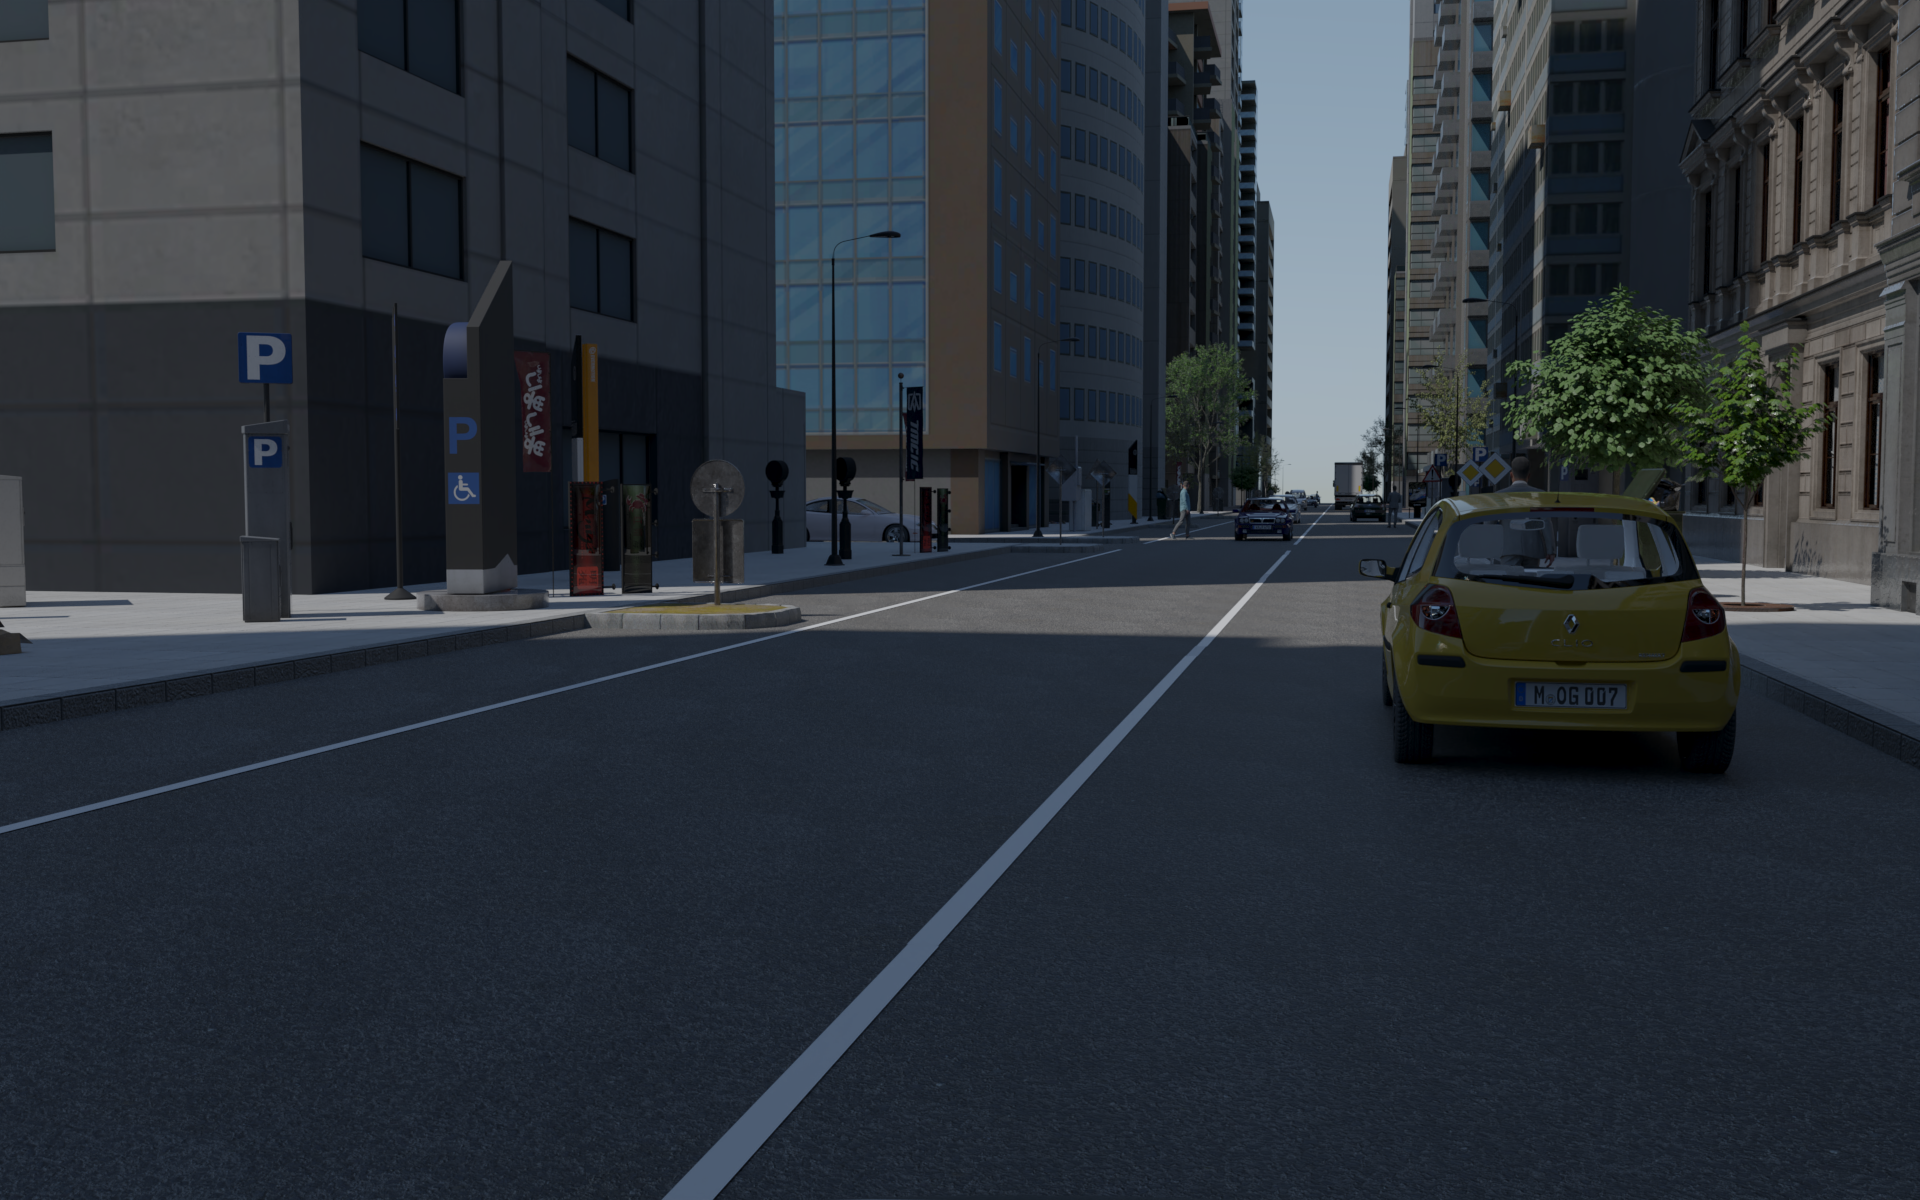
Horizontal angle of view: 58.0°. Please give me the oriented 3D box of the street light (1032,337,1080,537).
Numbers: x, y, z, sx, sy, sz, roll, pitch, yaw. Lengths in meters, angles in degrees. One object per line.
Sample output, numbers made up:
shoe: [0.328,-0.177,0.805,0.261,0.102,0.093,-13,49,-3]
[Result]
street light: [2.866,-4.837,51.619,1.470,5.913,1.316,1,4,12]

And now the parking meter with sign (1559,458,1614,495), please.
parking meter with sign: [12.551,-2.381,35.186,1.738,3.016,0.543,-1,4,-12]

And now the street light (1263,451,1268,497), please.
street light: [32.543,-13.108,186.854,1.470,5.913,1.316,1,4,12]

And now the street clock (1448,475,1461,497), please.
street clock: [18.433,-3.669,64.560,0.358,2.002,0.471,-2,4,-24]

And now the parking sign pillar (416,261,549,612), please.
parking sign pillar: [-5.388,-1.896,19.465,1.447,3.967,1.447,0,4,2]

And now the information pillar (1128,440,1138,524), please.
information pillar: [7.420,-5.072,74.280,0.504,3.616,0.183,-3,4,-39]

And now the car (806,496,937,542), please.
car: [-2.950,-2.155,47.600,4.827,1.381,2.083,1,4,12]

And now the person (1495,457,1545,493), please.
person: [5.401,-0.488,16.753,0.678,1.792,0.850,1,4,16]

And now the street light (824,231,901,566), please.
street light: [-1.728,-3.564,30.818,1.470,5.913,1.316,1,4,12]

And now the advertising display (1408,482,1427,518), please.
advertising display: [24.171,-5.277,91.496,0.974,1.923,0.123,2,4,33]

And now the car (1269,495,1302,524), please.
car: [15.663,-4.427,84.388,2.014,1.417,4.499,1,4,14]

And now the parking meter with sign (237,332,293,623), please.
parking meter with sign: [-7.236,-1.331,18.021,0.543,3.016,1.738,-1,4,-19]

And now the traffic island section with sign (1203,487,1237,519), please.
traffic island section with sign: [14.970,-5.594,100.085,1.989,1.847,2.006,1,4,12]

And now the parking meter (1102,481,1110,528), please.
parking meter: [5.473,-3.617,64.845,0.255,1.863,0.399,0,4,-5]

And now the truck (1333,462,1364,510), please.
truck: [35.209,-10.283,157.042,2.839,4.237,11.283,1,4,12]

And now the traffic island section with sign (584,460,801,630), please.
traffic island section with sign: [-2.856,-0.649,19.238,1.989,1.847,2.006,1,4,12]

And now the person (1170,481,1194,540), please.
person: [7.028,-2.826,54.561,0.748,1.841,0.638,1,4,21]

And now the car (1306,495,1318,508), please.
car: [36.770,-10.400,182.612,1.945,1.354,3.894,1,4,12]

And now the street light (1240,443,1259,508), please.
street light: [26.012,-11.248,156.452,1.470,5.913,1.316,1,4,12]

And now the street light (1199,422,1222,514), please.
street light: [16.134,-8.502,111.548,1.470,5.913,1.316,1,4,12]

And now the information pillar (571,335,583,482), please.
information pillar: [-5.683,-2.104,25.748,0.183,3.616,0.504,-1,4,-22]

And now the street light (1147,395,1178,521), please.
street light: [9.529,-6.669,81.577,1.470,5.913,1.316,1,4,12]

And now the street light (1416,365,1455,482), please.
street light: [17.274,-5.483,62.186,1.470,5.913,1.316,1,4,12]

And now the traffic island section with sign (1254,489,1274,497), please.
traffic island section with sign: [25.534,-8.525,148.015,1.989,1.847,2.006,1,4,12]

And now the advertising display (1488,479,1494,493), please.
advertising display: [20.783,-3.822,67.703,0.123,1.923,0.974,0,4,5]

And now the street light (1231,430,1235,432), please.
street light: [19.280,-9.400,126.228,1.470,5.913,1.316,1,4,12]

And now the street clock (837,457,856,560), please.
street clock: [-2.256,-1.799,33.991,0.358,2.002,0.471,-3,4,-39]

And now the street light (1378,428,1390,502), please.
street light: [30.517,-9.168,122.444,1.470,5.913,1.316,1,4,12]

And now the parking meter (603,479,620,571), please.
parking meter: [-5.854,-1.249,28.837,0.372,1.533,0.369,0,3,0]

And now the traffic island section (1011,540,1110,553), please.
traffic island section: [2.510,-1.303,43.592,2.009,0.180,2.903,1,4,12]

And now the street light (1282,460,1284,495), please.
street light: [43.744,-16.203,237.463,1.470,5.913,1.316,1,4,12]

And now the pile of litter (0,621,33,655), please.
pile of litter: [-8.086,0.003,13.921,1.176,0.858,1.719,0,4,-5]

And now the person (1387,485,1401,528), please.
person: [18.495,-3.990,73.937,0.606,1.804,0.583,0,4,-8]

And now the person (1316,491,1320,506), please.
person: [43.295,-12.317,209.867,0.705,1.826,1.348,0,4,-5]

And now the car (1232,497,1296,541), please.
car: [9.551,-2.552,54.311,1.945,1.354,3.894,1,4,12]

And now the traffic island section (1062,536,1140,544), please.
traffic island section: [4.229,-1.780,51.390,2.009,0.180,2.903,1,4,12]

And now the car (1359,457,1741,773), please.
car: [3.440,-0.013,10.441,2.015,1.641,3.980,1,4,12]

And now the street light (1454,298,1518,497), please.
street light: [12.568,-4.188,41.007,1.470,5.913,1.316,1,4,12]

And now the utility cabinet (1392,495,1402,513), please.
utility cabinet: [30.320,-6.664,120.124,0.306,1.237,1.020,3,4,38]

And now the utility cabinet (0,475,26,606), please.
utility cabinet: [-10.959,-0.692,19.985,0.318,1.500,1.173,-2,4,-29]

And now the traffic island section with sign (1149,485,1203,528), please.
traffic island section with sign: [9.093,-3.962,73.413,1.989,1.847,2.006,1,4,12]

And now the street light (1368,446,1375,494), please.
street light: [40.128,-11.834,166.027,1.470,5.913,1.316,1,4,12]

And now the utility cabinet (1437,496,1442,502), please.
utility cabinet: [22.179,-4.200,79.833,0.306,1.237,1.020,0,4,7]

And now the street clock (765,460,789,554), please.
street clock: [-3.917,-1.991,37.130,0.471,2.002,0.358,2,4,32]

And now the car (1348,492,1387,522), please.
car: [21.244,-4.919,90.207,2.009,1.686,4.222,1,4,10]

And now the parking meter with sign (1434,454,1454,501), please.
parking meter with sign: [20.820,-4.738,73.732,0.543,3.016,1.738,-1,4,-10]

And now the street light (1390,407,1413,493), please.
street light: [23.871,-7.336,92.482,1.470,5.913,1.316,1,4,12]

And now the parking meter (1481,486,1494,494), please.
parking meter: [16.033,-2.710,52.715,0.372,1.533,0.369,0,3,0]

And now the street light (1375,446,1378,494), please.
street light: [33.421,-9.974,135.623,1.470,5.913,1.316,1,4,12]

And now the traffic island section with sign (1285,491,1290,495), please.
traffic island section with sign: [49.286,-15.119,255.826,1.989,1.847,2.006,1,4,12]

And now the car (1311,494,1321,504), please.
car: [53.967,-15.383,263.506,2.014,1.417,4.499,1,4,12]
